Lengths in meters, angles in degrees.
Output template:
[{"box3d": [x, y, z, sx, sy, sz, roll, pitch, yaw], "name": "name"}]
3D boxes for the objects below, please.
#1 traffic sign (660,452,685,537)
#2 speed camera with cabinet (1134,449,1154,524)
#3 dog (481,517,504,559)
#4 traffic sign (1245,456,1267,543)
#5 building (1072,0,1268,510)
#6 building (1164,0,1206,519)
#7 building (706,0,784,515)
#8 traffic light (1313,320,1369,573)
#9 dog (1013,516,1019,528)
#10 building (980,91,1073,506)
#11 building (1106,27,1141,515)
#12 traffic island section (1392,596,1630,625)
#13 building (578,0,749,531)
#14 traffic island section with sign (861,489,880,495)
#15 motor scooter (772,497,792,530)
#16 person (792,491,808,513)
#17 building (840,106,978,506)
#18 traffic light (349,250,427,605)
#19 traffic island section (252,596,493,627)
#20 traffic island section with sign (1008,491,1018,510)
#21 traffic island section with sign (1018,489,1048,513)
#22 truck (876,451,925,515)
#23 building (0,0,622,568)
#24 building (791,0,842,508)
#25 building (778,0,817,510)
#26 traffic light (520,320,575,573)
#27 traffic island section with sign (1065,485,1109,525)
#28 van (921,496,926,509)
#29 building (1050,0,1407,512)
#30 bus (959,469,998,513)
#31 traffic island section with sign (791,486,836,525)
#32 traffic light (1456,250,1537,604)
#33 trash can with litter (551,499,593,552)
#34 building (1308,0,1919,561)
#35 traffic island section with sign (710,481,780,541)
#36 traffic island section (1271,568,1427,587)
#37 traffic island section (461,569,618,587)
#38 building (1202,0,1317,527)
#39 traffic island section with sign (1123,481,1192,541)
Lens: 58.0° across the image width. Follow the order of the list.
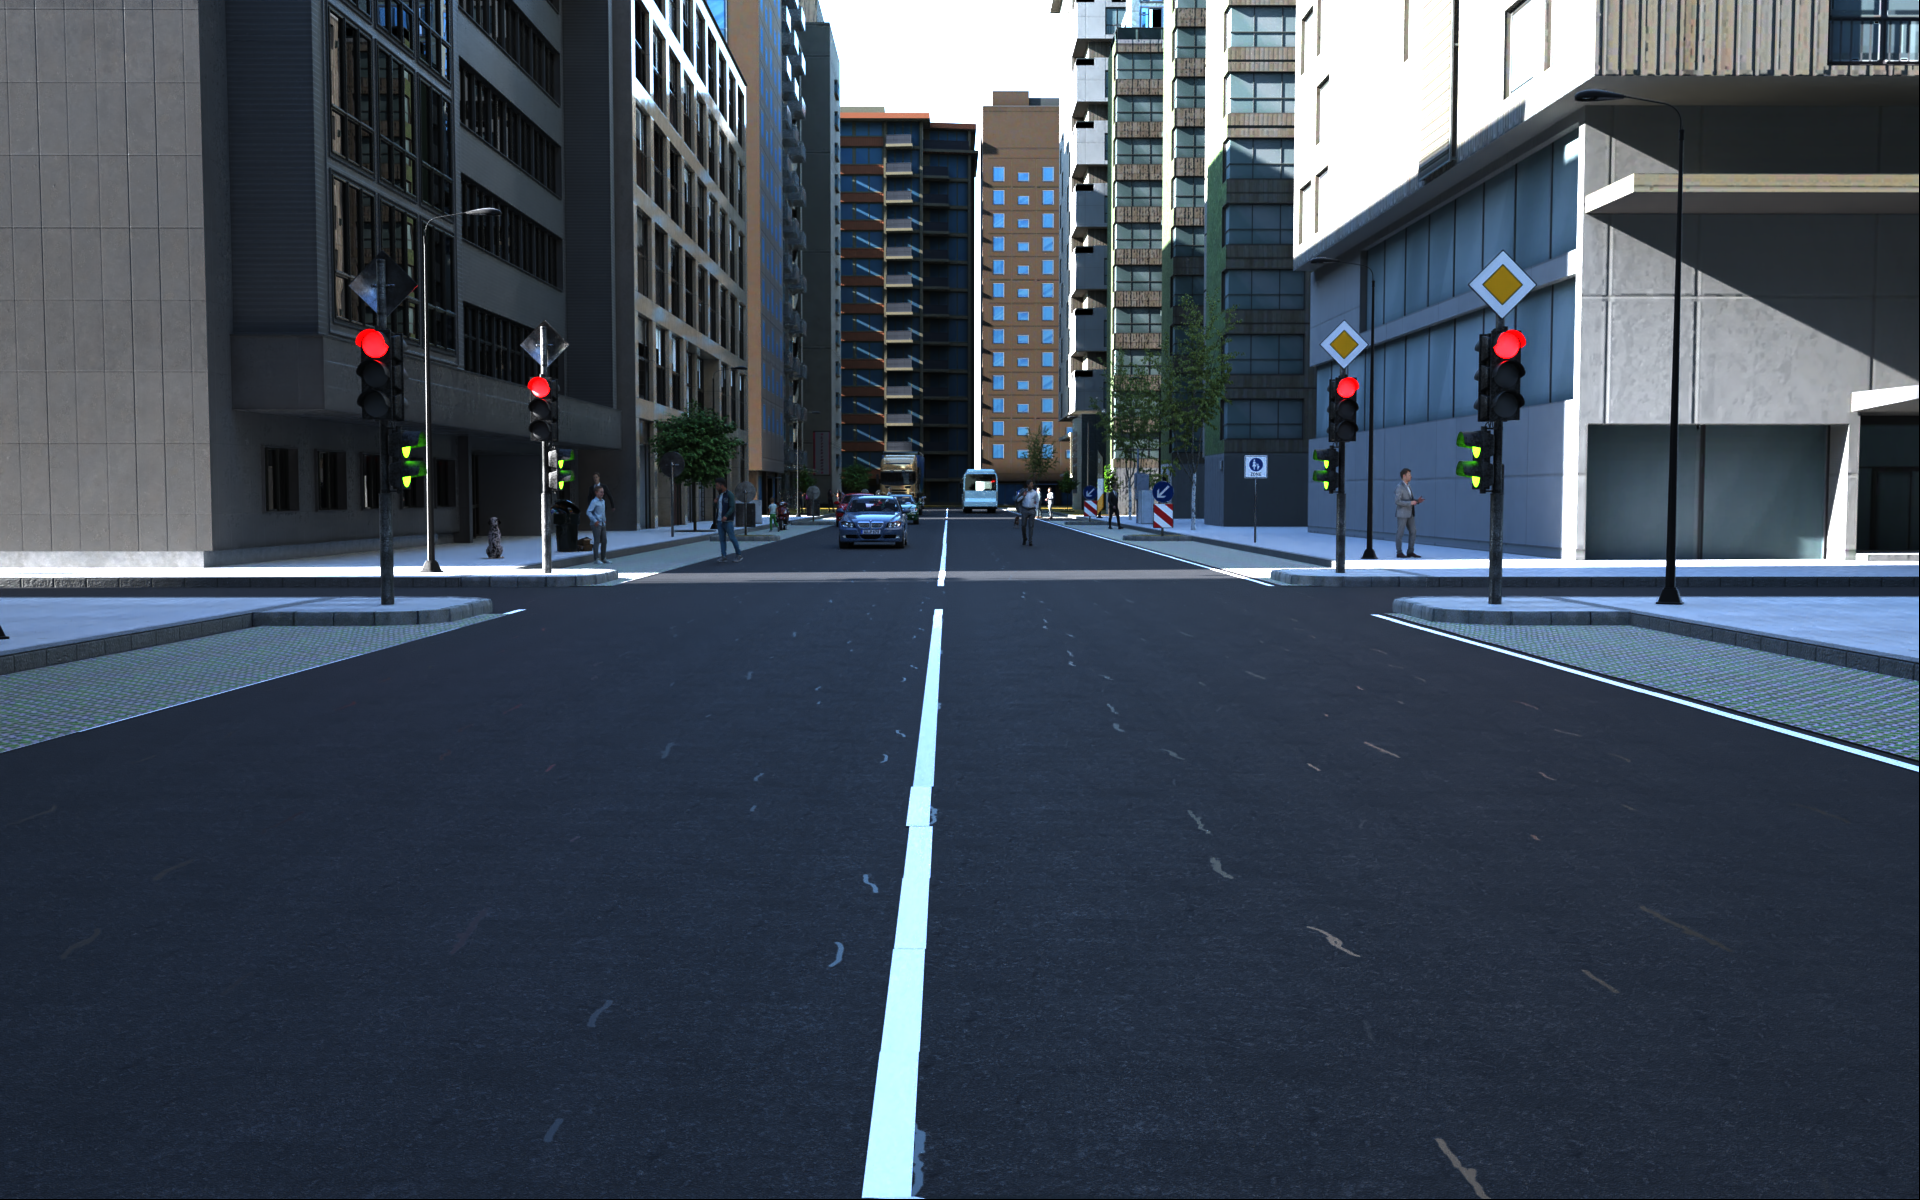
[{"box3d": [-8.615, -3.163, 51.827, 0.768, 2.556, 0.104, 0, 4, 7], "name": "traffic sign"}, {"box3d": [7.958, -4.916, 74.704, 0.660, 3.252, 2.038, 0, 4, -2], "name": "speed camera with cabinet"}, {"box3d": [-9.368, -1.229, 34.482, 0.513, 0.831, 0.800, 2, 4, 26], "name": "dog"}, {"box3d": [7.807, -2.669, 45.763, 0.606, 2.300, 0.079, 0, 4, 1], "name": "traffic sign"}, {"box3d": [21.001, -50.123, 132.178, 22.319, 86.520, 31.000, 0, 4, 0], "name": "building"}, {"box3d": [17.981, -19.845, 96.169, 14.160, 30.474, 14.107, 0, 4, 0], "name": "building"}, {"box3d": [-18.826, -28.104, 109.605, 14.600, 45.320, 14.200, 0, 4, 0], "name": "building"}, {"box3d": [6.176, -2.396, 28.091, 0.839, 4.253, 0.868, 0, 4, 0], "name": "traffic light"}, {"box3d": [2.387, -3.277, 72.871, 0.540, 0.507, 0.406, 3, 5, 42], "name": "dog"}, {"box3d": [9.521, -33.381, 195.891, 14.200, 45.320, 14.600, 0, 4, 0], "name": "building"}, {"box3d": [16.280, -20.773, 111.346, 14.160, 30.474, 14.107, 0, 4, 0], "name": "building"}, {"box3d": [6.268, 0.126, 20.220, 2.009, 0.180, 2.903, 0, 4, 0], "name": "traffic island section"}, {"box3d": [-20.987, -16.639, 76.561, 19.350, 26.468, 34.151, 0, 4, 0], "name": "building"}, {"box3d": [-7.069, -7.429, 130.092, 1.989, 1.847, 2.006, 0, 4, 0], "name": "traffic island section with sign"}, {"box3d": [-7.028, -3.413, 68.588, 0.815, 1.314, 1.986, 0, 4, -1], "name": "motor scooter"}, {"box3d": [-10.653, -6.630, 115.164, 1.217, 1.735, 0.721, 1, 4, 19], "name": "person"}, {"box3d": [-12.447, -33.270, 198.587, 28.867, 44.769, 22.147, 0, 4, 0], "name": "building"}, {"box3d": [-6.633, -1.901, 20.007, 0.839, 4.253, 0.868, 0, 4, 0], "name": "traffic light"}, {"box3d": [-6.673, 0.131, 20.141, 2.009, 0.180, 2.903, 0, 4, 0], "name": "traffic island section"}, {"box3d": [5.377, -9.139, 158.047, 1.989, 1.847, 2.006, 0, 4, 0], "name": "traffic island section with sign"}, {"box3d": [5.559, -7.438, 130.240, 1.989, 1.847, 2.006, 0, 4, 0], "name": "traffic island section with sign"}, {"box3d": [-3.860, -7.786, 116.206, 2.839, 4.237, 11.283, 0, 4, 2], "name": "truck"}, {"box3d": [-18.544, -13.767, 44.154, 14.314, 24.678, 30.058, 0, 4, 0], "name": "building"}, {"box3d": [-22.615, -33.185, 166.271, 21.600, 48.544, 21.300, 0, 4, 0], "name": "building"}, {"box3d": [-23.483, -31.324, 131.748, 23.786, 49.044, 30.456, 0, 4, 0], "name": "building"}, {"box3d": [-6.685, -2.390, 27.992, 0.839, 4.253, 0.868, 0, 4, 0], "name": "traffic light"}, {"box3d": [5.876, -4.388, 80.364, 1.989, 1.847, 2.006, 0, 4, 0], "name": "traffic island section with sign"}, {"box3d": [-4.225, -9.650, 164.795, 2.013, 2.044, 4.112, 0, 4, -1], "name": "van"}, {"box3d": [23.495, -35.058, 162.429, 28.713, 52.752, 27.495, 0, 4, 0], "name": "building"}, {"box3d": [1.461, -8.526, 134.256, 2.948, 3.499, 13.247, 0, 4, 0], "name": "bus"}, {"box3d": [-6.734, -4.368, 80.038, 1.989, 1.847, 2.006, 0, 4, 0], "name": "traffic island section with sign"}, {"box3d": [6.228, -1.907, 20.106, 0.839, 4.253, 0.868, 0, 4, 0], "name": "traffic light"}, {"box3d": [-8.673, -1.670, 38.697, 0.624, 1.170, 1.055, 2, 4, 25], "name": "trash can with litter"}, {"box3d": [24.037, -27.746, 42.889, 27.495, 52.752, 28.713, 0, 4, 0], "name": "building"}, {"box3d": [-6.555, -2.719, 53.083, 1.989, 1.847, 2.006, 0, 4, 0], "name": "traffic island section with sign"}, {"box3d": [6.216, -0.362, 28.205, 2.009, 0.180, 2.903, 0, 4, 0], "name": "traffic island section"}, {"box3d": [-6.725, -0.358, 28.126, 2.009, 0.180, 2.903, 0, 4, 0], "name": "traffic island section"}, {"box3d": [17.341, -23.864, 73.767, 14.154, 41.232, 14.086, 0, 4, 0], "name": "building"}, {"box3d": [6.058, -2.739, 53.409, 1.989, 1.847, 2.006, 0, 4, 0], "name": "traffic island section with sign"}]
